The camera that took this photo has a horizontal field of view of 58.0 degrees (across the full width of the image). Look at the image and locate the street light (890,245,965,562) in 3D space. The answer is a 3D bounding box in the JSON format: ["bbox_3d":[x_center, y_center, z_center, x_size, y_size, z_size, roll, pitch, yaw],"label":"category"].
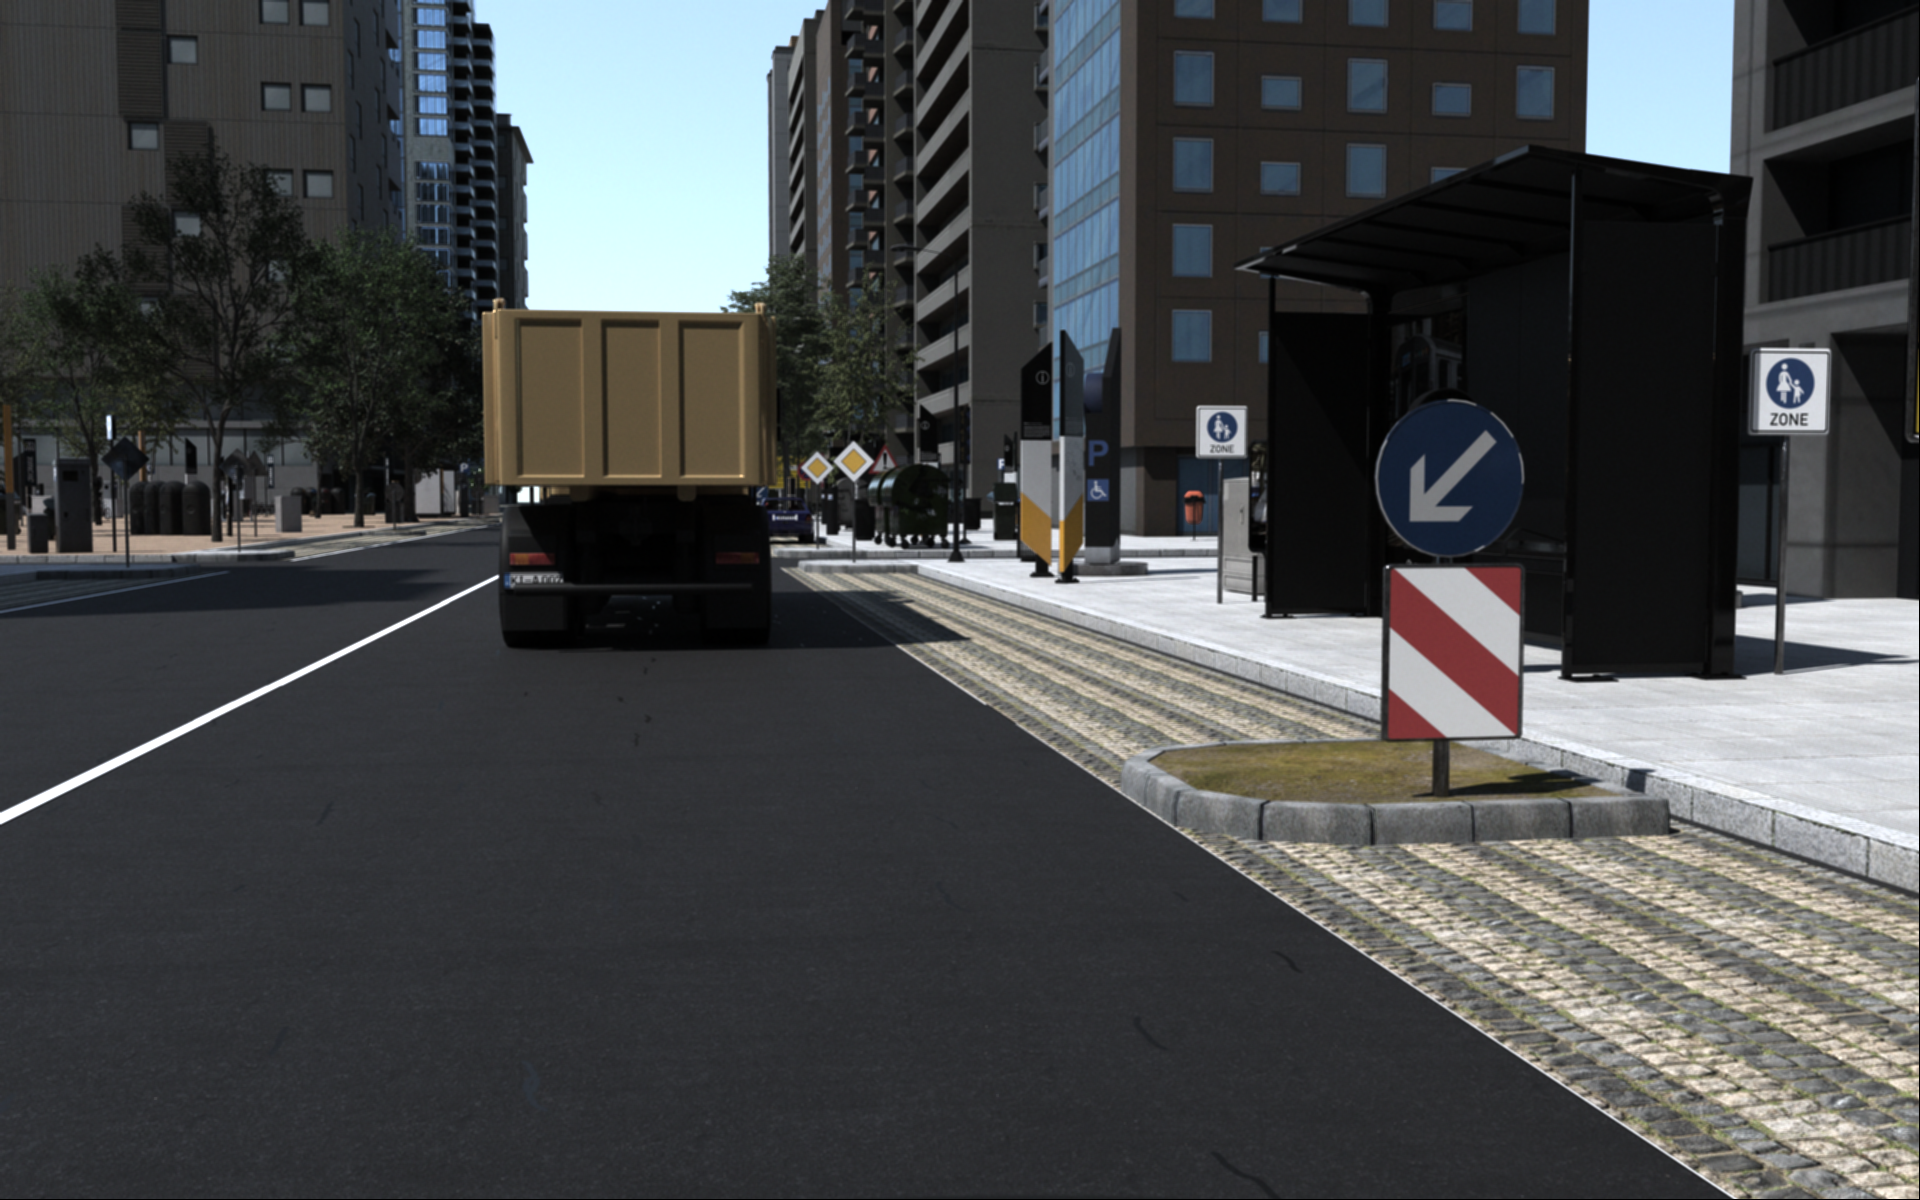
[{"bbox_3d":[-0.605,-3.668,32.509,1.470,5.913,1.316,-1,4,-10],"label":"street light"}]

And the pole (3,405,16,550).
[{"bbox_3d":[-21.819,-2.808,39.754,0.158,3.312,0.155,0,3,0],"label":"pole"}]

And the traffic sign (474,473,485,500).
[{"bbox_3d":[-29.232,-6.447,105.513,0.768,2.556,0.104,0,4,-6],"label":"traffic sign"}]

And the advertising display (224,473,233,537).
[{"bbox_3d":[-22.214,-2.900,52.626,0.123,1.923,0.974,-2,4,-30],"label":"advertising display"}]

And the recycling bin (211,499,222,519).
[{"bbox_3d":[-39.252,-4.806,91.127,0.722,1.027,0.722,0,4,6],"label":"recycling bin"}]

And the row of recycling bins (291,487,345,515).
[{"bbox_3d":[-39.974,-6.155,107.744,1.069,1.692,3.534,3,4,37],"label":"row of recycling bins"}]

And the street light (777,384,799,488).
[{"bbox_3d":[-7.333,-6.121,72.613,1.470,5.913,1.316,-1,4,-10],"label":"street light"}]

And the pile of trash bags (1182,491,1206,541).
[{"bbox_3d":[7.864,-2.323,47.726,3.447,1.369,1.912,0,4,5],"label":"pile of trash bags"}]

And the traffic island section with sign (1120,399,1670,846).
[{"bbox_3d":[1.820,0.039,7.990,1.989,1.847,2.006,-1,4,-10],"label":"traffic island section with sign"}]

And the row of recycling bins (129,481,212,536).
[{"bbox_3d":[-24.842,-2.893,54.410,3.534,1.692,1.069,2,4,32],"label":"row of recycling bins"}]

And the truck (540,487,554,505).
[{"bbox_3d":[-21.214,-5.992,93.894,3.469,3.379,9.791,-1,4,-10],"label":"truck"}]

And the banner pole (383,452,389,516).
[{"bbox_3d":[-33.998,-6.893,102.720,0.401,3.779,0.863,-3,4,-37],"label":"banner pole"}]

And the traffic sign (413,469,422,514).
[{"bbox_3d":[-27.322,-5.300,86.766,0.768,2.556,0.104,-1,4,-9],"label":"traffic sign"}]

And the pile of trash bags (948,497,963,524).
[{"bbox_3d":[-0.725,-4.025,75.556,1.912,1.369,3.447,3,4,37],"label":"pile of trash bags"}]

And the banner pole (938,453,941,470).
[{"bbox_3d":[-1.410,-6.300,93.022,0.863,3.779,0.401,-1,4,-15],"label":"banner pole"}]

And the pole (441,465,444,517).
[{"bbox_3d":[-29.109,-6.330,97.340,0.158,3.312,0.155,0,3,0],"label":"pole"}]

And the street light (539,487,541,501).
[{"bbox_3d":[-37.002,-11.146,154.776,1.470,5.913,1.316,-1,4,-10],"label":"street light"}]

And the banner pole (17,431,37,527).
[{"bbox_3d":[-36.996,-4.809,68.643,0.401,3.779,0.863,3,4,39],"label":"banner pole"}]

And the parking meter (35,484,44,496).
[{"bbox_3d":[-51.185,-5.543,96.338,0.399,1.863,0.255,1,4,20],"label":"parking meter"}]

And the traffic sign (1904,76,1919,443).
[{"bbox_3d":[5.758,-0.899,8.569,2.265,3.308,0.079,0,4,-3],"label":"traffic sign"}]

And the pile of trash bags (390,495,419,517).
[{"bbox_3d":[-31.918,-5.512,99.874,1.912,1.369,3.447,-1,4,-15],"label":"pile of trash bags"}]

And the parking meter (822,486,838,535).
[{"bbox_3d":[-4.003,-2.806,54.292,0.372,1.533,0.369,0,3,0],"label":"parking meter"}]

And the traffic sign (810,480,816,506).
[{"bbox_3d":[-7.847,-5.569,91.050,0.884,2.594,0.081,0,4,-5],"label":"traffic sign"}]

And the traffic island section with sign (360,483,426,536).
[{"bbox_3d":[-19.582,-3.139,59.944,1.989,1.847,2.006,-1,4,-10],"label":"traffic island section with sign"}]

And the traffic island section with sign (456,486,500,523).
[{"bbox_3d":[-24.063,-4.764,86.526,1.989,1.847,2.006,-1,4,-10],"label":"traffic island section with sign"}]

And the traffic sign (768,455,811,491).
[{"bbox_3d":[-8.912,-5.911,90.515,2.265,3.308,0.079,0,4,-7],"label":"traffic sign"}]

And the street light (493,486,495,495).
[{"bbox_3d":[-30.013,-8.621,113.500,1.470,5.913,1.316,-1,4,-10],"label":"street light"}]

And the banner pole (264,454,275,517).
[{"bbox_3d":[-38.444,-6.503,96.333,0.863,3.779,0.401,2,4,24],"label":"banner pole"}]

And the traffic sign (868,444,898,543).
[{"bbox_3d":[-1.958,-2.774,45.353,0.884,2.594,0.081,0,4,-2],"label":"traffic sign"}]

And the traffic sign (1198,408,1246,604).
[{"bbox_3d":[3.041,-1.106,20.210,0.606,2.300,0.079,0,4,-7],"label":"traffic sign"}]

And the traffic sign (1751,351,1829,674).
[{"bbox_3d":[5.826,-0.619,12.255,0.606,2.300,0.079,0,4,-7],"label":"traffic sign"}]

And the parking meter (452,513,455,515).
[{"bbox_3d":[-31.085,-5.968,105.989,0.372,1.533,0.369,0,3,0],"label":"parking meter"}]

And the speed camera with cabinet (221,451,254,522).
[{"bbox_3d":[-33.237,-5.220,79.685,2.038,3.252,0.660,3,4,38],"label":"speed camera with cabinet"}]

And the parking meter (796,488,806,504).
[{"bbox_3d":[-6.366,-3.727,69.340,0.372,1.533,0.369,0,3,0],"label":"parking meter"}]

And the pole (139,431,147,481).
[{"bbox_3d":[-26.346,-3.794,55.867,0.158,3.312,0.155,0,3,0],"label":"pole"}]

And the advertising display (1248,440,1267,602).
[{"bbox_3d":[3.734,-0.924,20.319,0.123,1.923,0.974,-2,4,-28],"label":"advertising display"}]

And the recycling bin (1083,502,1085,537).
[{"bbox_3d":[3.938,-2.438,52.418,0.722,1.027,0.722,-1,4,-10],"label":"recycling bin"}]

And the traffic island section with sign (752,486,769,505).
[{"bbox_3d":[-7.407,-3.308,62.713,1.989,1.847,2.006,-1,4,-10],"label":"traffic island section with sign"}]

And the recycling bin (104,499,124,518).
[{"bbox_3d":[-45.159,-4.885,92.418,0.722,1.027,0.722,0,4,3],"label":"recycling bin"}]

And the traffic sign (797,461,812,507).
[{"bbox_3d":[-5.893,-4.078,66.777,0.768,2.556,0.104,-1,4,-9],"label":"traffic sign"}]

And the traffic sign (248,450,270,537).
[{"bbox_3d":[-21.025,-3.158,51.640,0.884,2.594,0.081,0,4,-2],"label":"traffic sign"}]
